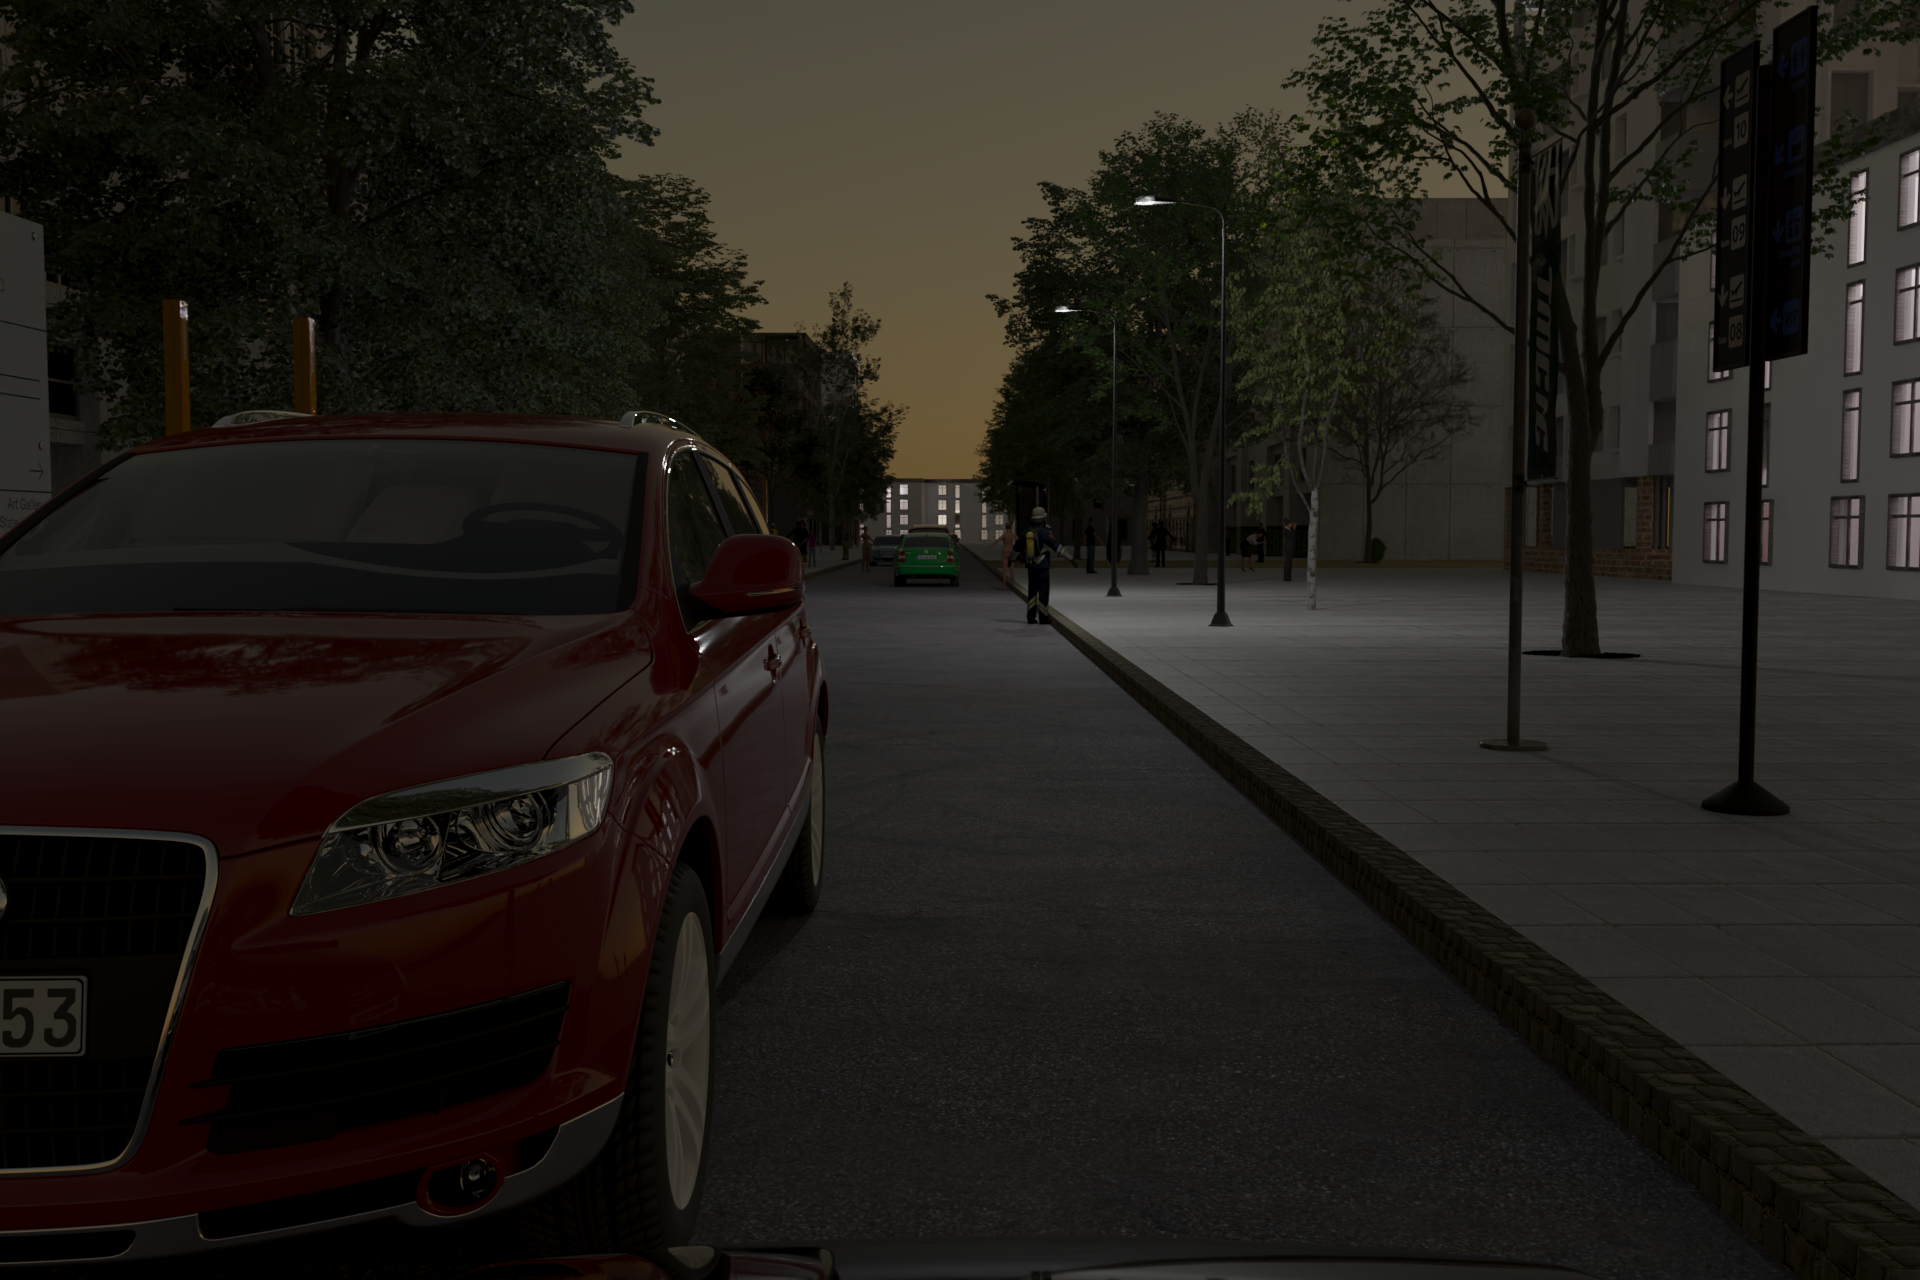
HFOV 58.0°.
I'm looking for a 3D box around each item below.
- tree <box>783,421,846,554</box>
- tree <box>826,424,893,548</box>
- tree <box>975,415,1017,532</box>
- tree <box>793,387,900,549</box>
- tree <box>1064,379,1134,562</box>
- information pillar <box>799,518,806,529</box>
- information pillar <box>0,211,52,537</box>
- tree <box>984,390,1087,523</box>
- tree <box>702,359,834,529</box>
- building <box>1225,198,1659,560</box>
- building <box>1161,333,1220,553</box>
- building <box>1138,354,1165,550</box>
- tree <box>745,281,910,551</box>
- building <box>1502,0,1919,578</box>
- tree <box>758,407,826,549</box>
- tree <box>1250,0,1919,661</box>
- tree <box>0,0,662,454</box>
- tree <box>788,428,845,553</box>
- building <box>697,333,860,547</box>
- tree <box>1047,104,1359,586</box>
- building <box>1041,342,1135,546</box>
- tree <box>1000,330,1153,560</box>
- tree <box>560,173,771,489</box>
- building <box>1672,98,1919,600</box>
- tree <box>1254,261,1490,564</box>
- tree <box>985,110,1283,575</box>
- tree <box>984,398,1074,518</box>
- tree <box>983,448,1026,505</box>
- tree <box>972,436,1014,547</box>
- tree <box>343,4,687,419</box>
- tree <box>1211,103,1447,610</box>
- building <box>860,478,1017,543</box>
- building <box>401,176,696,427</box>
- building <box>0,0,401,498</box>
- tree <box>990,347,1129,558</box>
[{"bbox_3d":[-9.518,-9.751,109.789,4.737,8.622,4.395,0,3,0],"label":"tree"},{"bbox_3d":[-10.139,-15.002,163.401,7.486,12.596,7.792,0,3,0],"label":"tree"},{"bbox_3d":[5.216,-14.626,157.263,7.486,12.596,7.792,0,3,0],"label":"tree"},{"bbox_3d":[-9.966,-14.880,149.950,9.857,13.997,8.962,0,3,0],"label":"tree"},{"bbox_3d":[6.842,-7.888,79.334,4.360,8.622,3.978,0,3,0],"label":"tree"},{"bbox_3d":[-7.289,-4.625,80.118,0.304,2.012,0.304,0,4,-1],"label":"information pillar"},{"bbox_3d":[-7.033,-1.293,12.452,0.184,3.620,1.656,0,4,-1],"label":"information pillar"},{"bbox_3d":[5.048,-11.880,112.370,7.486,12.596,7.792,0,3,0],"label":"tree"},{"bbox_3d":[-10.121,-9.646,92.120,7.601,10.594,8.767,1,4,15],"label":"tree"},{"bbox_3d":[25.811,-14.275,99.850,16.747,18.905,31.486,0,3,0],"label":"building"},{"bbox_3d":[25.085,-18.008,125.363,19.493,23.208,18.063,0,3,0],"label":"building"},{"bbox_3d":[24.904,-19.131,143.717,19.493,23.208,18.063,0,3,0],"label":"building"},{"bbox_3d":[-10.175,-16.904,132.264,12.611,20.169,13.585,0,3,0],"label":"tree"},{"bbox_3d":[24.279,-12.408,59.291,16.016,20.090,11.380,0,4,-1],"label":"building"},{"bbox_3d":[-9.165,-9.138,99.761,4.360,8.622,3.978,0,3,0],"label":"tree"},{"bbox_3d":[6.481,-5.640,17.969,9.928,11.665,9.643,0,3,0],"label":"tree"},{"bbox_3d":[-8.848,-7.171,23.902,9.857,13.997,8.962,0,3,0],"label":"tree"},{"bbox_3d":[-9.286,-10.196,117.072,4.360,8.622,3.978,0,3,0],"label":"tree"},{"bbox_3d":[-26.049,-21.290,192.066,27.936,21.610,32.646,0,4,0],"label":"building"},{"bbox_3d":[6.016,-7.181,43.167,9.928,11.665,9.643,0,3,0],"label":"tree"},{"bbox_3d":[22.522,-21.823,200.773,27.936,21.610,32.646,0,4,-1],"label":"building"},{"bbox_3d":[5.761,-9.790,85.822,9.928,11.665,9.643,0,3,0],"label":"tree"},{"bbox_3d":[-9.655,-8.386,55.231,7.486,12.596,7.792,0,3,0],"label":"tree"},{"bbox_3d":[22.982,-5.436,31.025,9.099,9.664,28.070,0,3,0],"label":"building"},{"bbox_3d":[17.994,-10.095,75.426,12.009,13.543,11.850,0,3,0],"label":"tree"},{"bbox_3d":[5.640,-9.023,54.179,9.857,13.997,8.962,0,3,0],"label":"tree"},{"bbox_3d":[5.223,-12.614,124.359,7.486,12.596,7.792,0,3,0],"label":"tree"},{"bbox_3d":[5.215,-12.577,140.049,7.601,10.594,8.767,-2,4,-28],"label":"tree"},{"bbox_3d":[4.963,-14.781,167.418,9.928,11.665,9.643,0,3,0],"label":"tree"},{"bbox_3d":[-9.651,-7.285,37.229,7.486,12.596,7.792,0,3,0],"label":"tree"},{"bbox_3d":[6.057,-4.832,29.370,4.737,8.622,4.395,0,3,0],"label":"tree"},{"bbox_3d":[-5.282,-19.286,259.925,28.070,9.664,9.099,0,4,4],"label":"building"},{"bbox_3d":[-26.119,-14.335,100.829,16.747,18.905,31.486,0,4,0],"label":"building"},{"bbox_3d":[-29.140,-11.213,49.786,16.747,18.905,31.486,0,4,-1],"label":"building"},{"bbox_3d":[5.468,-10.306,94.258,9.928,11.665,9.643,0,3,0],"label":"tree"}]
